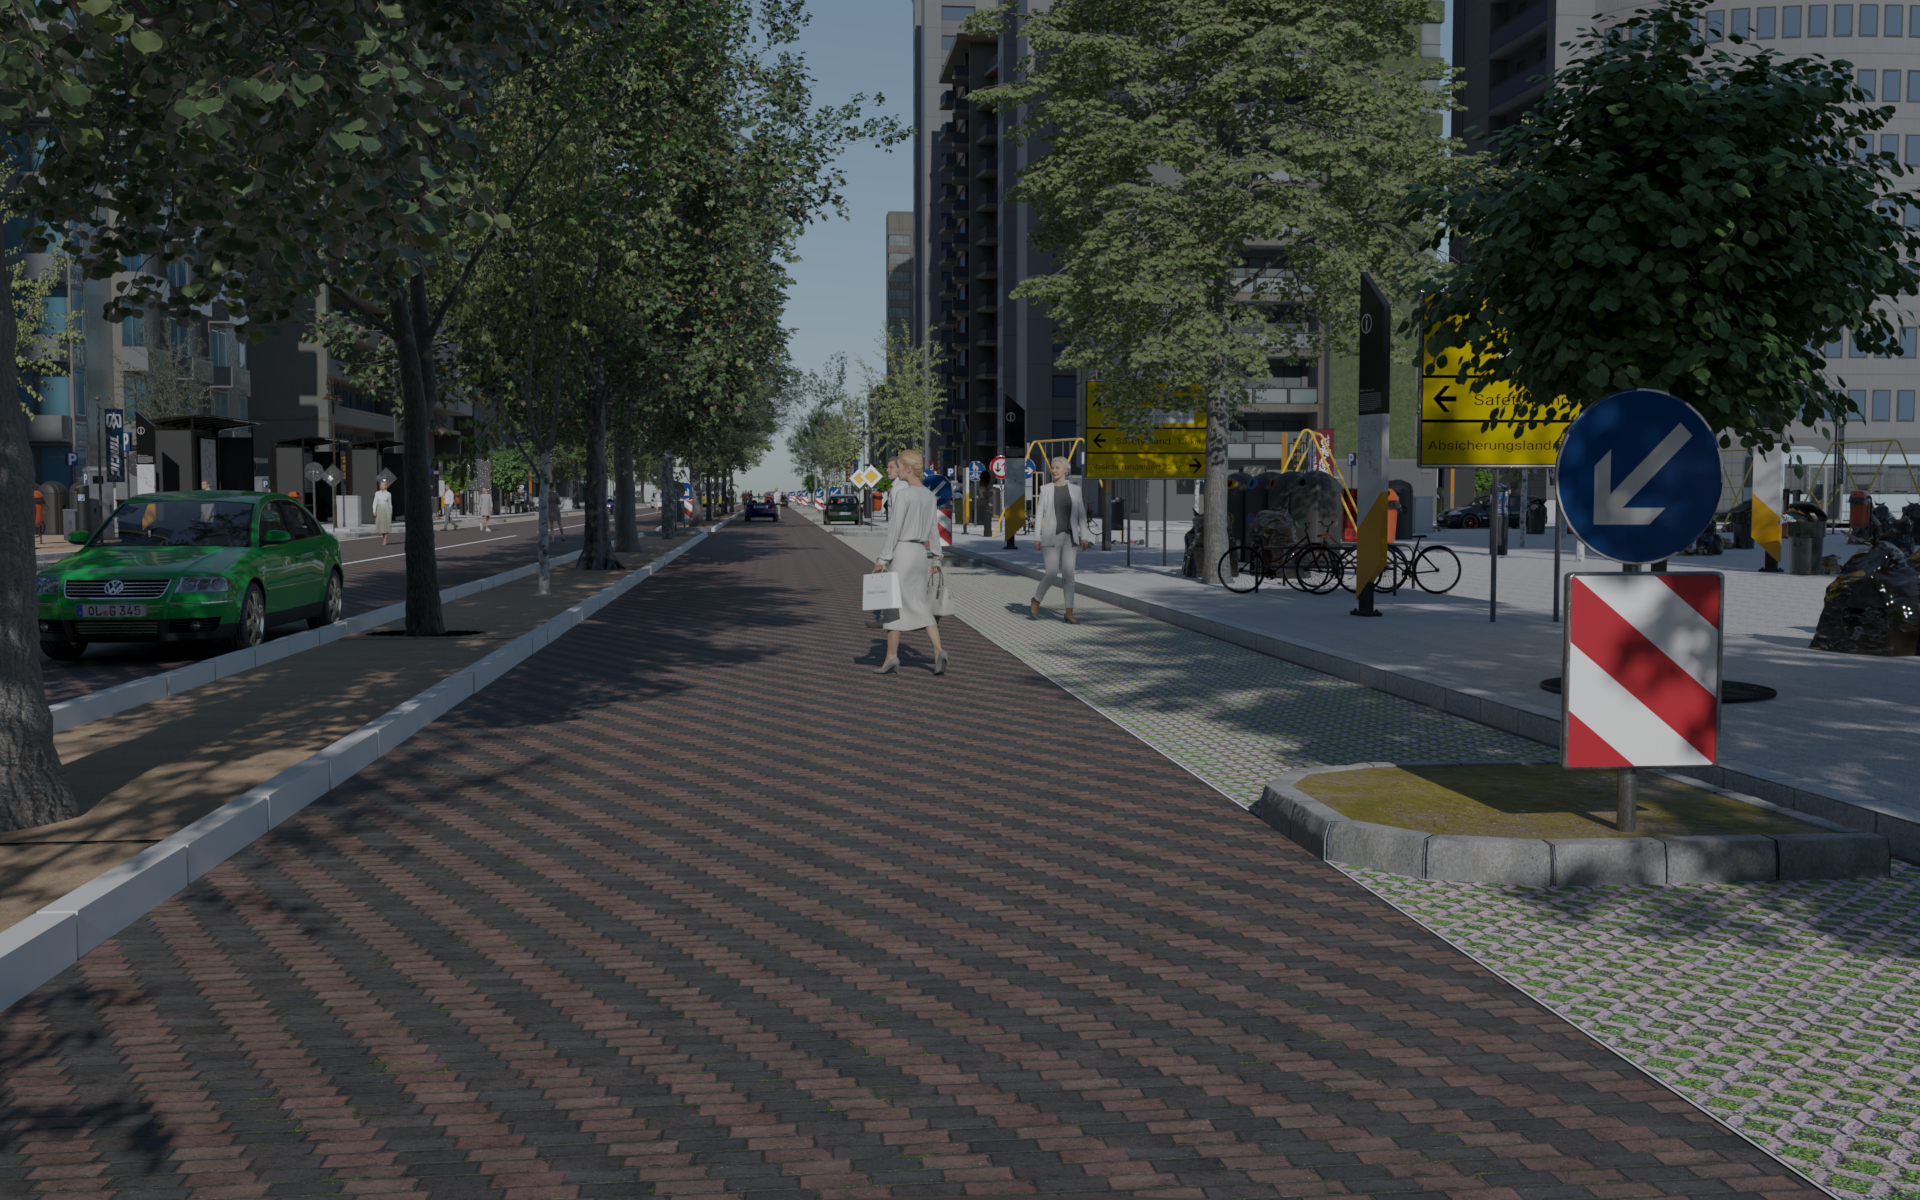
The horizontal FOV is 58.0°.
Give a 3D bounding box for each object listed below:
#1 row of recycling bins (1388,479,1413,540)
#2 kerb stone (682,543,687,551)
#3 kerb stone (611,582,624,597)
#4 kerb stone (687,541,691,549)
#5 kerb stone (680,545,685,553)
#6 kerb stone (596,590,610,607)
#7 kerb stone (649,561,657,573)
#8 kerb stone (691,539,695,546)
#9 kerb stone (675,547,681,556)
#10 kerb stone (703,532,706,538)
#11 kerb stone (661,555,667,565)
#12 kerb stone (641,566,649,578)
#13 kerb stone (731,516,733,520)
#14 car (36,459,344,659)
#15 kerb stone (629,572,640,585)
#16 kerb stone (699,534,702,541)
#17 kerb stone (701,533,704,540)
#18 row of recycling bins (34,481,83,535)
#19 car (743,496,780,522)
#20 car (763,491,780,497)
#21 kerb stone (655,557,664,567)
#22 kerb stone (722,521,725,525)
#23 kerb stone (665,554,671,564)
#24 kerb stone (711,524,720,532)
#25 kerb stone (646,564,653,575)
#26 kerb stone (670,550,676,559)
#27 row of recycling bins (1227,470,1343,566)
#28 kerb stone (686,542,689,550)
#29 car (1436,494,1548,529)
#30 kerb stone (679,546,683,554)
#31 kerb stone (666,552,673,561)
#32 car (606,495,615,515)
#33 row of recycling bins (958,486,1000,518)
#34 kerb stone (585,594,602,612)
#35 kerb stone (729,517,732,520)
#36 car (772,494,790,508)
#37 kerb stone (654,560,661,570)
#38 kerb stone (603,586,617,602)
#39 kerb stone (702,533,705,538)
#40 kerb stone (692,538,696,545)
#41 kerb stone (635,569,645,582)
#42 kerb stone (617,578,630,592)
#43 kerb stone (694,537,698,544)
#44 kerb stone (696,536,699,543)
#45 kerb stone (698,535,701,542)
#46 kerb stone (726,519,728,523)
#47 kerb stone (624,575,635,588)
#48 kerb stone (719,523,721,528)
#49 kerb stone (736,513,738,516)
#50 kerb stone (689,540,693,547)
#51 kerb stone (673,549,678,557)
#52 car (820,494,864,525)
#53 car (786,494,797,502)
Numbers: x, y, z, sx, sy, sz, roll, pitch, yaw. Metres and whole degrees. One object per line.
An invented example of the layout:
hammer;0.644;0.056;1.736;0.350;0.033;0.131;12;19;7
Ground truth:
row of recycling bins;12.659;-2.644;50.340;1.069;1.692;3.534;1;4;11
kerb stone;-6.838;-1.237;42.484;0.120;0.150;1.000;0;4;-6
kerb stone;-4.828;-0.115;24.149;0.120;0.150;1.000;0;4;-6
kerb stone;-7.061;-1.366;44.528;0.120;0.150;1.000;0;4;-6
kerb stone;-6.728;-1.172;41.468;0.120;0.150;1.000;0;4;-6
kerb stone;-4.605;0.005;22.112;0.120;0.150;1.000;0;4;-6
kerb stone;-5.606;-0.556;31.288;0.120;0.150;1.000;0;4;-6
kerb stone;-7.288;-1.491;46.571;0.120;0.150;1.000;0;4;-6
kerb stone;-6.507;-1.054;39.432;0.120;0.150;1.000;0;4;-6
kerb stone;-8.182;-1.987;54.716;0.120;0.150;1.000;0;4;-6
kerb stone;-5.960;-0.743;34.347;0.120;0.150;1.000;0;4;-6
kerb stone;-5.389;-0.431;29.241;0.120;0.150;1.000;0;4;-6
kerb stone;-12.143;-4.197;90.921;0.120;0.150;1.000;0;4;-6
car;-7.219;-0.473;16.525;1.959;1.807;4.718;0;4;-6
kerb stone;-5.167;-0.306;27.197;0.120;0.150;1.000;0;4;-6
kerb stone;-7.843;-1.802;51.660;0.120;0.150;1.000;0;4;-6
kerb stone;-7.954;-1.865;52.684;0.120;0.150;1.000;0;4;-6
row of recycling bins;-28.848;-2.896;54.463;3.534;1.692;1.069;0;4;7
car;-10.496;-4.835;91.630;1.945;1.354;3.894;0;4;-5
car;-22.063;-11.962;204.253;2.281;1.827;5.304;0;4;-8
kerb stone;-5.843;-0.676;33.324;0.120;0.150;1.000;0;4;-6
kerb stone;-10.460;-3.269;75.638;0.120;0.150;1.000;0;4;-6
kerb stone;-6.050;-0.806;35.366;0.120;0.150;1.000;0;4;-6
kerb stone;-9.685;-2.829;68.502;0.120;0.150;1.000;0;4;-6
kerb stone;-5.503;-0.484;30.263;0.120;0.150;1.000;0;4;-6
kerb stone;-6.283;-0.930;37.399;0.120;0.150;1.000;0;4;-6
row of recycling bins;5.804;-1.500;31.633;1.069;1.692;3.534;-1;4;-20
kerb stone;-6.947;-1.303;43.507;0.120;0.150;1.000;0;4;-6
car;20.641;-3.509;67.153;4.222;1.686;2.009;0;4;-6
kerb stone;-6.620;-1.112;40.448;0.120;0.150;1.000;0;4;-6
kerb stone;-6.167;-0.866;36.381;0.120;0.150;1.000;0;4;-6
car;-24.782;-6.606;120.596;1.945;1.354;3.894;0;4;-5
row of recycling bins;0.982;-5.392;95.273;1.069;1.692;3.534;-3;4;-37
kerb stone;-4.498;0.068;21.089;0.120;0.150;1.000;0;4;-6
kerb stone;-11.911;-4.079;88.884;0.120;0.150;1.000;0;4;-6
car;-18.074;-10.017;173.561;2.009;1.686;4.222;0;4;-5
kerb stone;-5.725;-0.614;32.303;0.120;0.150;1.000;0;4;-6
kerb stone;-4.721;-0.057;23.127;0.120;0.150;1.000;0;4;-6
kerb stone;-8.061;-1.927;53.700;0.120;0.150;1.000;0;4;-6
kerb stone;-7.396;-1.551;47.596;0.120;0.150;1.000;0;4;-6
kerb stone;-5.269;-0.368;28.214;0.120;0.150;1.000;0;4;-6
kerb stone;-4.940;-0.182;25.165;0.120;0.150;1.000;0;4;-6
kerb stone;-7.505;-1.614;48.612;0.120;0.150;1.000;0;4;-6
kerb stone;-7.622;-1.678;49.627;0.120;0.150;1.000;0;4;-6
kerb stone;-7.732;-1.740;50.644;0.120;0.150;1.000;0;4;-6
kerb stone;-11.026;-3.581;80.741;0.120;0.150;1.000;0;4;-6
kerb stone;-5.051;-0.242;26.181;0.120;0.150;1.000;0;4;-6
kerb stone;-9.903;-2.953;70.534;0.120;0.150;1.000;0;4;-6
kerb stone;-13.594;-5.010;104.167;0.120;0.150;1.000;0;4;-6
kerb stone;-7.173;-1.423;45.551;0.120;0.150;1.000;0;4;-6
kerb stone;-6.395;-0.992;38.415;0.120;0.150;1.000;0;4;-6
car;-5.418;-4.295;80.004;2.009;1.686;4.222;0;4;-7
car;-27.652;-16.724;283.034;1.945;1.707;3.694;0;4;-8
